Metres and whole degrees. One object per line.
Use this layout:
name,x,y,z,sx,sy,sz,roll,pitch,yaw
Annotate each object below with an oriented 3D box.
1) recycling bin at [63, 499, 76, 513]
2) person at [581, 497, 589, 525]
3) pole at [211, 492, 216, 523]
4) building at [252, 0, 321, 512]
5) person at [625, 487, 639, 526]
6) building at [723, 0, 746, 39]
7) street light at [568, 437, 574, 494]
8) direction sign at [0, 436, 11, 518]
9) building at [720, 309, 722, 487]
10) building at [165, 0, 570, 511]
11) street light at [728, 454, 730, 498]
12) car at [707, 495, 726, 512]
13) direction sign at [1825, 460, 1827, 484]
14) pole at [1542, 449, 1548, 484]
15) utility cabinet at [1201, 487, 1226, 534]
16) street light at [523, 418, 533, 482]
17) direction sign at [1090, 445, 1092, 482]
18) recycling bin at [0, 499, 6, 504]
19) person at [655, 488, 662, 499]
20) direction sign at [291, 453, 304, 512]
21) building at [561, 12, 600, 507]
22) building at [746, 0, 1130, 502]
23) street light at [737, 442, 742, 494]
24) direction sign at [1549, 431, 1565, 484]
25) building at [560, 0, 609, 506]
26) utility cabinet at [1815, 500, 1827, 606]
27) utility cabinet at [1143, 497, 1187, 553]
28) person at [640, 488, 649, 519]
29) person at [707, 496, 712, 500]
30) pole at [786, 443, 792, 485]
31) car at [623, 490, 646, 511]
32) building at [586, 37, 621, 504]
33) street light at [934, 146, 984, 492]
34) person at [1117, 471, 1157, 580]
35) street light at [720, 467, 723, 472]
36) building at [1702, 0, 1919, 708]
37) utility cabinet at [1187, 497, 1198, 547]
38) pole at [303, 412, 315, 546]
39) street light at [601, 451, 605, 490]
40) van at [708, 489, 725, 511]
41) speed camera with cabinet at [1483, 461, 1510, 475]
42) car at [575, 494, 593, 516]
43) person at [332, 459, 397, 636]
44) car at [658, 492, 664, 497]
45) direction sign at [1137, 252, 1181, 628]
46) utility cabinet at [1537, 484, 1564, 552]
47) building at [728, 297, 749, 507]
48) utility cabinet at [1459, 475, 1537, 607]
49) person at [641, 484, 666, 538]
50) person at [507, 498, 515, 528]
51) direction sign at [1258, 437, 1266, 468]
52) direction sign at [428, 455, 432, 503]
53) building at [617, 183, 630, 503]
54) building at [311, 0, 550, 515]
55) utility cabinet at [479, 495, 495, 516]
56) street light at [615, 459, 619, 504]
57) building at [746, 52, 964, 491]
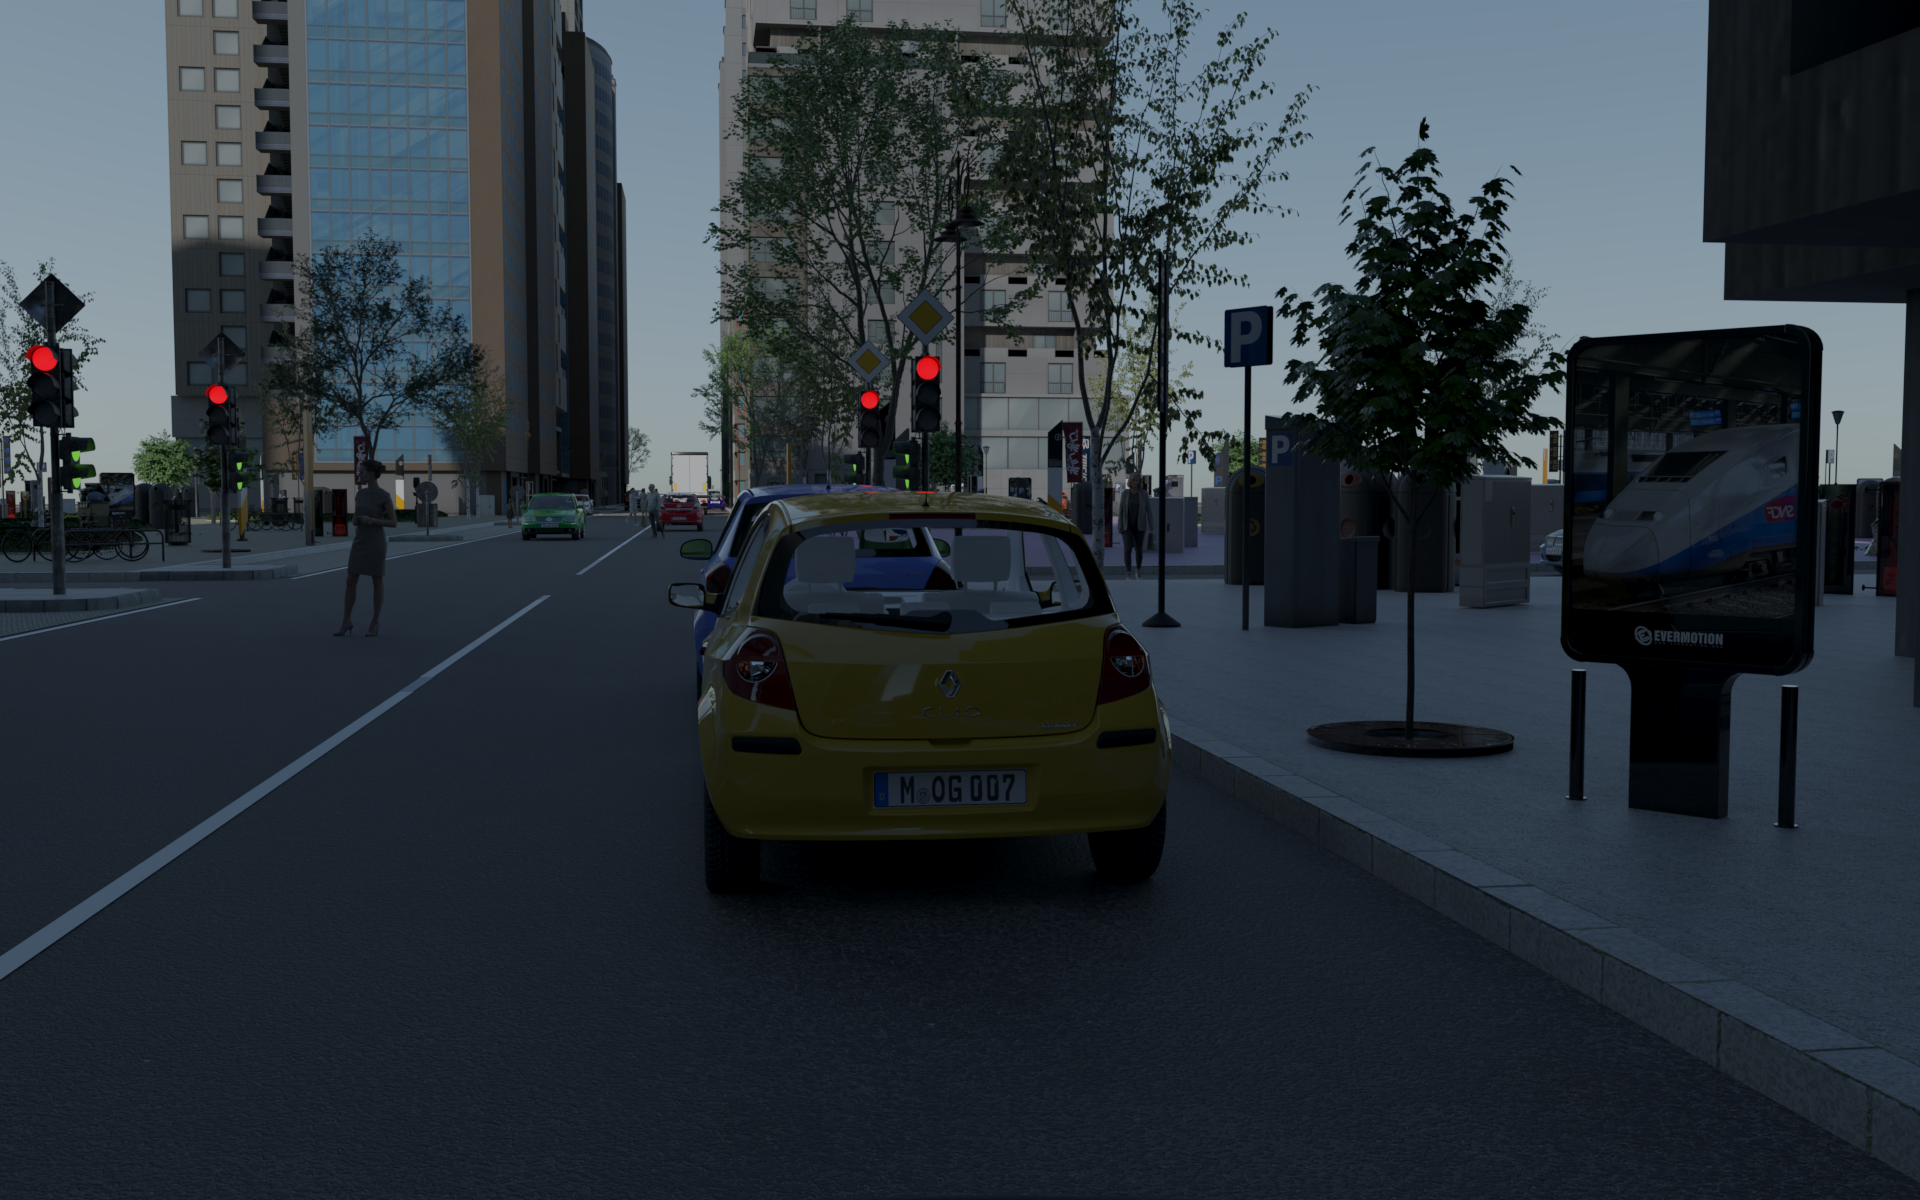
recycling bin,-49.726,-5.126,96.360,0.722,1.027,0.722,3,4,36
person,-17.291,-4.072,79.321,0.590,1.304,0.306,-2,4,-26
pole,-32.665,-5.006,75.698,0.158,3.312,0.155,0,3,0
building,-35.241,-28.080,109.215,14.600,45.320,14.200,-1,4,-9
person,-14.780,-4.211,78.108,0.466,1.731,0.760,2,4,32
building,-17.588,-40.760,208.416,21.231,58.520,28.212,-1,4,-9
street light,-31.470,-10.230,140.052,0.468,5.910,1.993,-1,4,-9
direction sign,-37.176,-4.604,67.264,0.876,3.537,0.379,1,4,20
building,-28.569,-29.738,257.910,14.160,30.474,14.107,-1,4,-9
building,-47.103,-33.843,142.576,28.713,52.752,27.495,-1,4,-9
street light,-26.214,-13.691,196.642,0.468,5.910,1.993,-1,4,-9
car,-20.130,-7.916,142.013,1.945,1.354,3.894,-1,4,-10
direction sign,52.741,-6.946,105.557,0.379,3.537,0.876,2,4,28
pole,26.197,-5.121,77.579,0.158,3.312,0.155,0,3,0
utility cabinet,8.207,-2.856,55.380,0.318,1.500,1.173,-2,4,-34
street light,-26.434,-8.150,106.045,0.468,5.910,1.993,-1,4,-9
direction sign,5.652,-5.080,75.063,0.379,3.537,0.876,3,5,43
recycling bin,-54.462,-5.259,98.545,0.722,1.027,0.722,2,4,24
person,-20.781,-6.738,118.676,1.348,1.824,0.705,2,4,34
direction sign,-36.418,-6.322,95.355,0.379,3.537,0.876,2,4,26
building,-42.045,-31.489,164.947,14.600,45.320,14.200,-1,4,-9
building,-3.207,-33.621,138.936,28.713,52.752,27.495,-1,4,-9
street light,-18.829,-10.711,147.910,0.468,5.910,1.993,-1,4,-9
direction sign,21.307,-4.251,61.499,0.379,3.537,0.876,-3,5,-41
building,-50.528,-46.254,194.507,20.563,71.187,20.611,-1,4,-9
utility cabinet,9.474,-0.550,20.148,1.020,1.237,0.306,3,4,36
utility cabinet,4.392,-1.640,37.970,1.020,1.237,0.306,1,4,16
person,-18.155,-5.585,100.180,0.716,1.782,0.532,1,4,23
person,-19.112,-7.347,129.335,1.217,1.736,0.721,0,4,5
pole,-6.889,-4.646,69.812,0.158,3.312,0.155,0,3,0
car,-28.072,-8.661,150.282,2.281,1.827,5.304,-1,4,-10
building,-54.548,-41.415,219.141,21.231,58.520,28.212,-1,4,-9
street light,-0.022,-3.100,23.475,0.468,5.910,1.993,-1,4,-9
person,2.947,-1.211,28.487,0.709,1.800,0.728,1,4,10
street light,-31.335,-15.739,230.112,0.468,5.910,1.993,-1,4,-9
building,11.459,-14.417,7.426,14.160,30.474,14.107,-1,4,-9
utility cabinet,5.248,-1.888,42.036,1.020,1.237,0.306,-1,4,-17
pole,-16.188,-3.010,43.061,0.158,3.312,0.155,0,3,0
street light,-38.743,-13.152,187.819,0.468,5.910,1.993,-1,4,-9
van,-21.259,-8.711,149.441,2.013,2.044,4.112,-1,4,-9
speed camera with cabinet,13.930,-3.122,45.377,0.660,3.252,2.038,2,4,28
car,-25.672,-6.397,116.600,2.014,1.417,4.499,-1,4,-9
person,-6.004,-0.527,17.465,0.599,1.781,0.374,1,4,19
car,-28.014,-9.250,160.834,1.945,1.707,3.694,-1,4,-9
direction sign,1.953,-1.510,16.690,0.379,3.537,0.876,1,4,12
utility cabinet,12.798,-1.779,37.772,1.173,1.500,0.318,2,4,23
building,-8.334,-19.790,168.610,27.650,21.520,28.899,-1,4,-9
utility cabinet,6.129,-0.678,19.768,0.318,1.500,1.173,3,5,43
person,-10.002,-2.893,56.287,0.782,1.767,0.515,2,4,28
person,-18.771,-3.620,72.361,0.362,1.253,0.373,2,4,28
direction sign,12.362,-4.733,69.381,0.876,3.537,0.379,-1,4,-14
direction sign,-30.463,-6.579,99.570,0.379,3.537,0.876,-2,4,-29
building,-53.624,-36.165,241.401,14.600,45.320,14.200,-1,4,-9
building,-36.618,-28.944,123.342,14.600,45.320,14.200,-1,4,-9
utility cabinet,-27.661,-5.500,101.083,0.306,1.237,1.020,3,5,39
street light,-43.875,-15.199,221.288,0.468,5.910,1.993,-1,4,-9
building,-7.497,-21.178,117.969,14.160,30.474,14.107,-1,4,-9
